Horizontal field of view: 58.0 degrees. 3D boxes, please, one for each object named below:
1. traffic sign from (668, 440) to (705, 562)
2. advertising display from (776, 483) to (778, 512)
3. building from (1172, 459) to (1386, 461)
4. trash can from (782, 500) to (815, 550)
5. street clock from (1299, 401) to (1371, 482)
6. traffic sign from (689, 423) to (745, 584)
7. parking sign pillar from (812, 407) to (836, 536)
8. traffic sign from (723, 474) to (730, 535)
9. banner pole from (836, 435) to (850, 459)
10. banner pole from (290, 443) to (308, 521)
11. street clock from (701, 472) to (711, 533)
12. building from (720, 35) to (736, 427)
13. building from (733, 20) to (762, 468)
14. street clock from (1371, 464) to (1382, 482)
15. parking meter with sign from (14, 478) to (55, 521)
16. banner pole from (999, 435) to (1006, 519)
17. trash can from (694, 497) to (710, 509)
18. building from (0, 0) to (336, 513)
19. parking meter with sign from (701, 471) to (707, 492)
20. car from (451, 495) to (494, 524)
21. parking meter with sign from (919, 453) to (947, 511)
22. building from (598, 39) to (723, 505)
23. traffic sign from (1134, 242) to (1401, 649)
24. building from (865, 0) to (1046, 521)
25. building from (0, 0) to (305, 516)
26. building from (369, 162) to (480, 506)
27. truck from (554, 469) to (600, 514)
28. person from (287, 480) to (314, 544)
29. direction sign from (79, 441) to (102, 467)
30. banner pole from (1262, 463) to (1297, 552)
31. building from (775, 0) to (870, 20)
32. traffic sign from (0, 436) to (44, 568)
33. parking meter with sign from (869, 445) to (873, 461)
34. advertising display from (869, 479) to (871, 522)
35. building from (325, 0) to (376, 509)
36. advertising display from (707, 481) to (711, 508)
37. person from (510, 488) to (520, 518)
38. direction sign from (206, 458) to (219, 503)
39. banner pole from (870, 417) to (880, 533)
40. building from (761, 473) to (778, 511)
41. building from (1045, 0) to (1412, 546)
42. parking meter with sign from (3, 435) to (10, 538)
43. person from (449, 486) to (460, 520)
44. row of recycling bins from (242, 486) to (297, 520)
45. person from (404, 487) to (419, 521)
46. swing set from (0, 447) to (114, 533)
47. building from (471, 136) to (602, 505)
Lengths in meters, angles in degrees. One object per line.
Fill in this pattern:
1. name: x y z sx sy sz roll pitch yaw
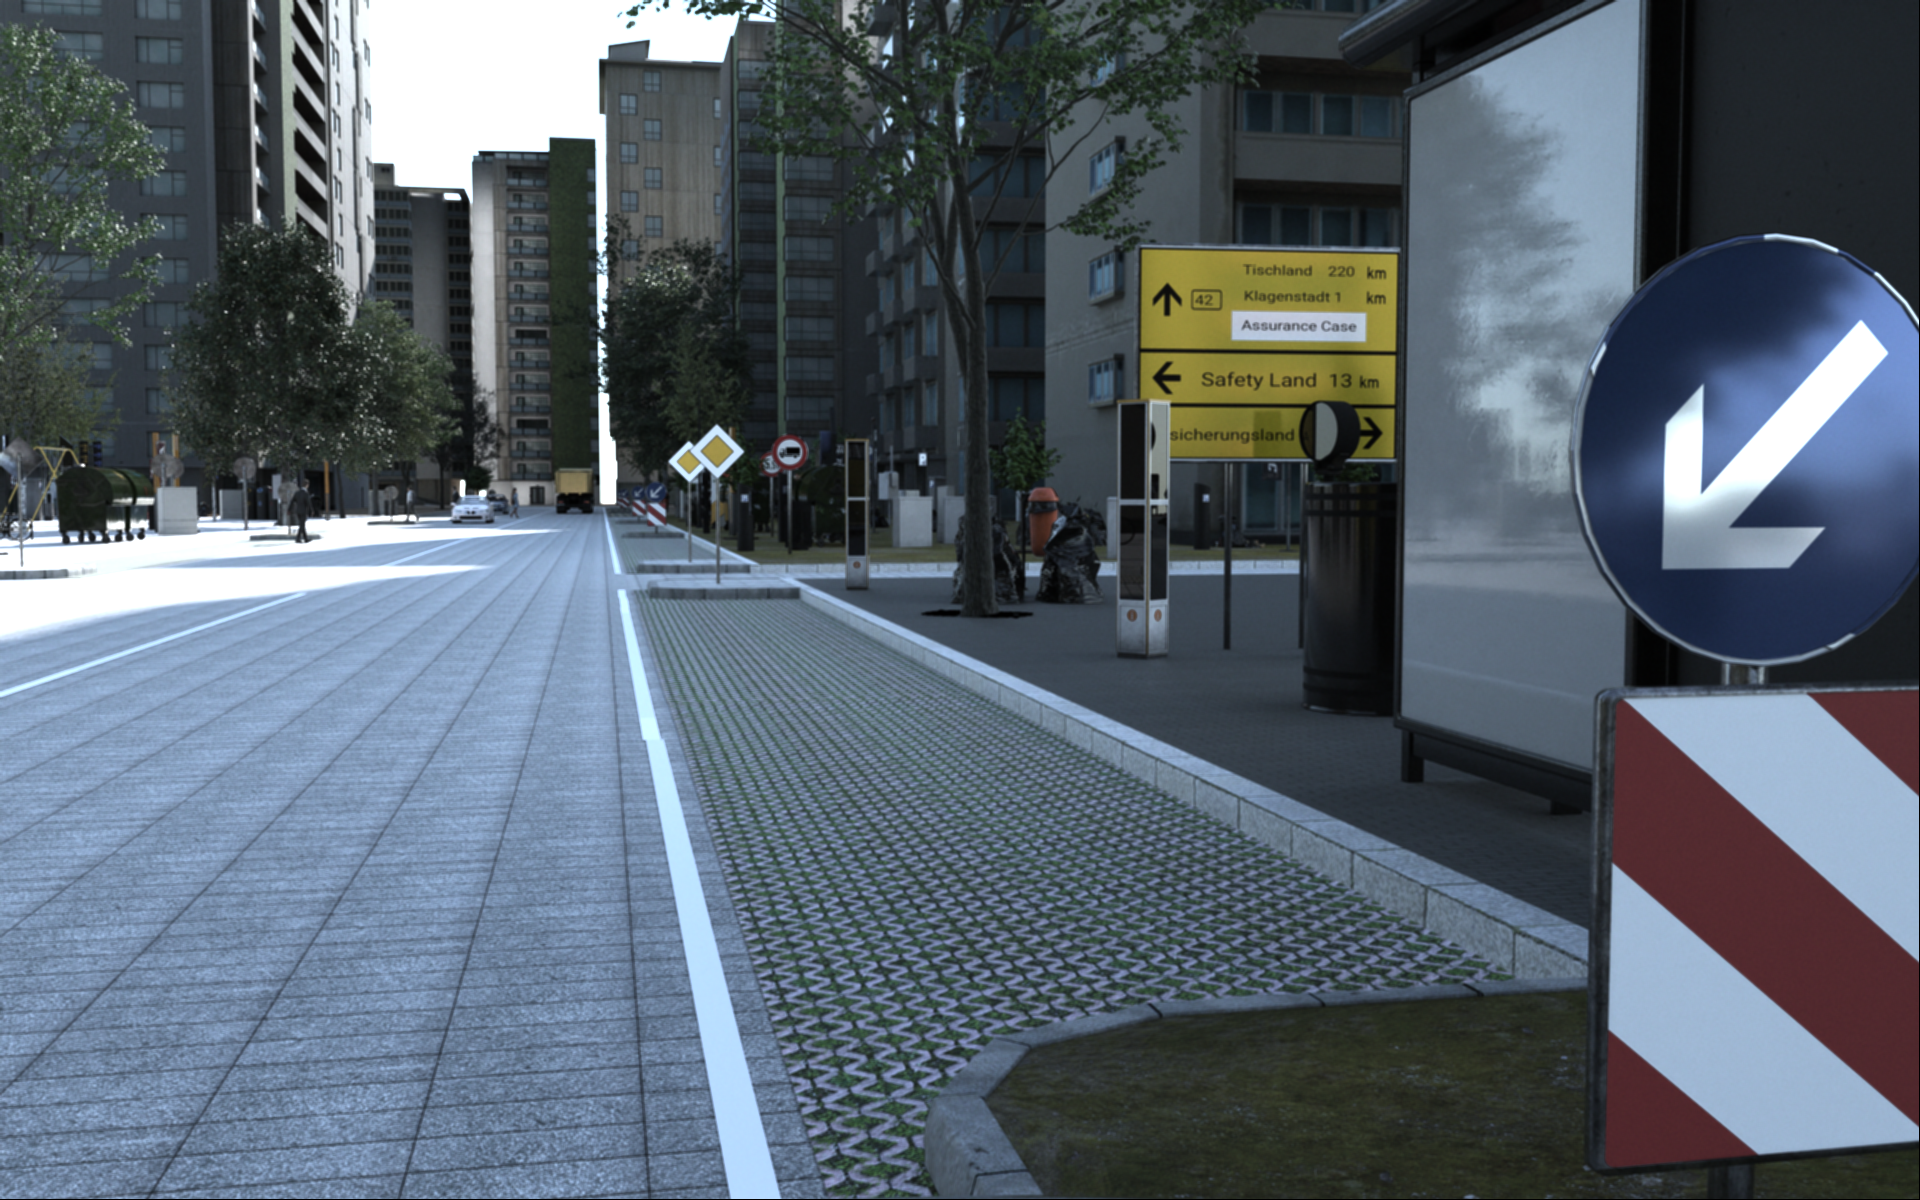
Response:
1. traffic sign: -5.080 -1.766 32.521 0.795 2.450 0.064 -1 4 -12
2. advertising display: -10.198 -5.838 100.658 0.974 1.923 0.123 0 4 -1
3. building: 26.966 -19.983 171.768 28.899 21.520 27.650 -1 4 -12
4. trash can: -3.694 -1.708 39.578 0.748 1.137 0.748 0 3 0
5. street clock: 2.877 -0.548 13.531 0.358 2.002 0.471 -2 4 -28
6. traffic sign: -3.459 -1.288 24.702 0.795 2.450 0.064 -1 4 -12
7. parking sign pillar: -4.013 -3.946 52.989 1.447 3.967 1.447 0 4 -7
8. traffic sign: -7.126 -3.274 53.630 0.768 2.556 0.104 0 4 -4
9. banner pole: -4.962 -5.111 73.576 0.863 3.779 0.401 0 4 0
10. banner pole: -31.969 -5.729 83.680 0.863 3.779 0.401 -3 4 -38
11. street clock: -8.258 -3.169 56.378 0.358 2.002 0.471 0 4 -1
12. building: -15.750 -31.701 168.425 14.600 45.320 14.200 -1 4 -12
13. building: -13.166 -28.812 154.669 14.154 41.232 14.086 -1 4 -12
14. street clock: 9.996 -2.281 41.860 0.358 2.002 0.471 0 4 -6
15. parking meter with sign: -44.107 -5.269 82.416 1.738 3.016 0.543 -1 4 -9
16. banner pole: 1.943 -5.136 73.986 0.863 3.779 0.401 -1 4 -8
17. trash can: -11.538 -4.027 77.489 0.748 1.137 0.748 0 3 0
18. building: -57.654 -30.543 123.085 21.300 48.544 21.600 -1 4 -12
19. parking meter with sign: -15.282 -6.554 103.415 0.543 3.016 1.738 -1 4 -9
20. car: -24.137 -4.497 85.895 2.083 1.381 4.827 -1 4 -13
21. parking meter with sign: -0.933 -4.759 74.078 1.738 3.016 0.543 -3 5 -42
22. building: -29.786 -38.055 211.444 27.495 52.752 28.713 -1 4 -12
23. traffic sign: 2.530 -1.247 14.262 2.265 3.308 0.079 0 4 -8
24. building: 6.957 -29.108 95.532 23.786 49.044 30.456 -1 4 -12
25. building: -49.409 -25.886 106.825 14.154 41.232 14.086 -1 4 -12
26. building: -69.465 -31.400 205.270 23.993 40.220 32.217 -1 4 -12
27. truck: -29.007 -8.243 130.696 3.469 3.379 9.791 -1 4 -10
28. person: -19.032 -2.567 50.250 0.659 1.850 0.755 2 4 27
29. direction sign: -37.365 -5.047 74.518 0.876 3.537 0.379 -3 5 -41
30. banner pole: 7.146 -2.982 38.768 0.863 3.779 0.401 2 4 30
31. building: -5.570 -26.524 117.268 14.154 41.232 14.086 -1 4 -12
32. traffic sign: -16.389 -1.625 30.206 0.795 2.450 0.064 -1 4 -12
33. parking meter with sign: -3.719 -4.066 62.743 0.543 3.016 1.738 -2 4 -29
34. advertising display: -3.862 -4.169 73.370 0.123 1.923 0.974 0 4 1
35. building: -66.268 -34.351 150.873 27.495 52.752 28.713 -1 4 -12
36. advertising display: -12.176 -4.986 86.732 0.974 1.923 0.123 -1 4 -22
37. person: -26.697 -5.816 103.693 0.778 1.811 0.616 2 4 31
38. direction sign: -42.910 -6.571 99.440 0.876 3.537 0.379 1 4 18
39. banner pole: -2.765 -4.052 56.260 0.401 3.779 0.863 -1 4 -12
40. building: 0.340 -27.291 138.083 32.217 40.220 23.993 -1 4 -12
41. building: 13.969 -26.305 53.787 21.600 48.544 21.300 -1 4 -12
42. parking meter with sign: -28.753 -3.321 50.559 1.738 3.016 0.543 -3 4 -36
43. person: -26.997 -5.155 92.566 0.755 1.850 0.659 -2 4 -32
44. row of recycling bins: -34.166 -4.818 85.889 3.534 1.692 1.069 2 4 25
45. person: -28.910 -5.058 91.297 0.850 1.850 0.679 1 4 16
46. swing set: -30.526 -3.711 58.300 2.862 2.851 3.119 -1 4 -9
47. building: -48.889 -31.624 200.642 14.086 41.232 14.154 -1 4 -12
